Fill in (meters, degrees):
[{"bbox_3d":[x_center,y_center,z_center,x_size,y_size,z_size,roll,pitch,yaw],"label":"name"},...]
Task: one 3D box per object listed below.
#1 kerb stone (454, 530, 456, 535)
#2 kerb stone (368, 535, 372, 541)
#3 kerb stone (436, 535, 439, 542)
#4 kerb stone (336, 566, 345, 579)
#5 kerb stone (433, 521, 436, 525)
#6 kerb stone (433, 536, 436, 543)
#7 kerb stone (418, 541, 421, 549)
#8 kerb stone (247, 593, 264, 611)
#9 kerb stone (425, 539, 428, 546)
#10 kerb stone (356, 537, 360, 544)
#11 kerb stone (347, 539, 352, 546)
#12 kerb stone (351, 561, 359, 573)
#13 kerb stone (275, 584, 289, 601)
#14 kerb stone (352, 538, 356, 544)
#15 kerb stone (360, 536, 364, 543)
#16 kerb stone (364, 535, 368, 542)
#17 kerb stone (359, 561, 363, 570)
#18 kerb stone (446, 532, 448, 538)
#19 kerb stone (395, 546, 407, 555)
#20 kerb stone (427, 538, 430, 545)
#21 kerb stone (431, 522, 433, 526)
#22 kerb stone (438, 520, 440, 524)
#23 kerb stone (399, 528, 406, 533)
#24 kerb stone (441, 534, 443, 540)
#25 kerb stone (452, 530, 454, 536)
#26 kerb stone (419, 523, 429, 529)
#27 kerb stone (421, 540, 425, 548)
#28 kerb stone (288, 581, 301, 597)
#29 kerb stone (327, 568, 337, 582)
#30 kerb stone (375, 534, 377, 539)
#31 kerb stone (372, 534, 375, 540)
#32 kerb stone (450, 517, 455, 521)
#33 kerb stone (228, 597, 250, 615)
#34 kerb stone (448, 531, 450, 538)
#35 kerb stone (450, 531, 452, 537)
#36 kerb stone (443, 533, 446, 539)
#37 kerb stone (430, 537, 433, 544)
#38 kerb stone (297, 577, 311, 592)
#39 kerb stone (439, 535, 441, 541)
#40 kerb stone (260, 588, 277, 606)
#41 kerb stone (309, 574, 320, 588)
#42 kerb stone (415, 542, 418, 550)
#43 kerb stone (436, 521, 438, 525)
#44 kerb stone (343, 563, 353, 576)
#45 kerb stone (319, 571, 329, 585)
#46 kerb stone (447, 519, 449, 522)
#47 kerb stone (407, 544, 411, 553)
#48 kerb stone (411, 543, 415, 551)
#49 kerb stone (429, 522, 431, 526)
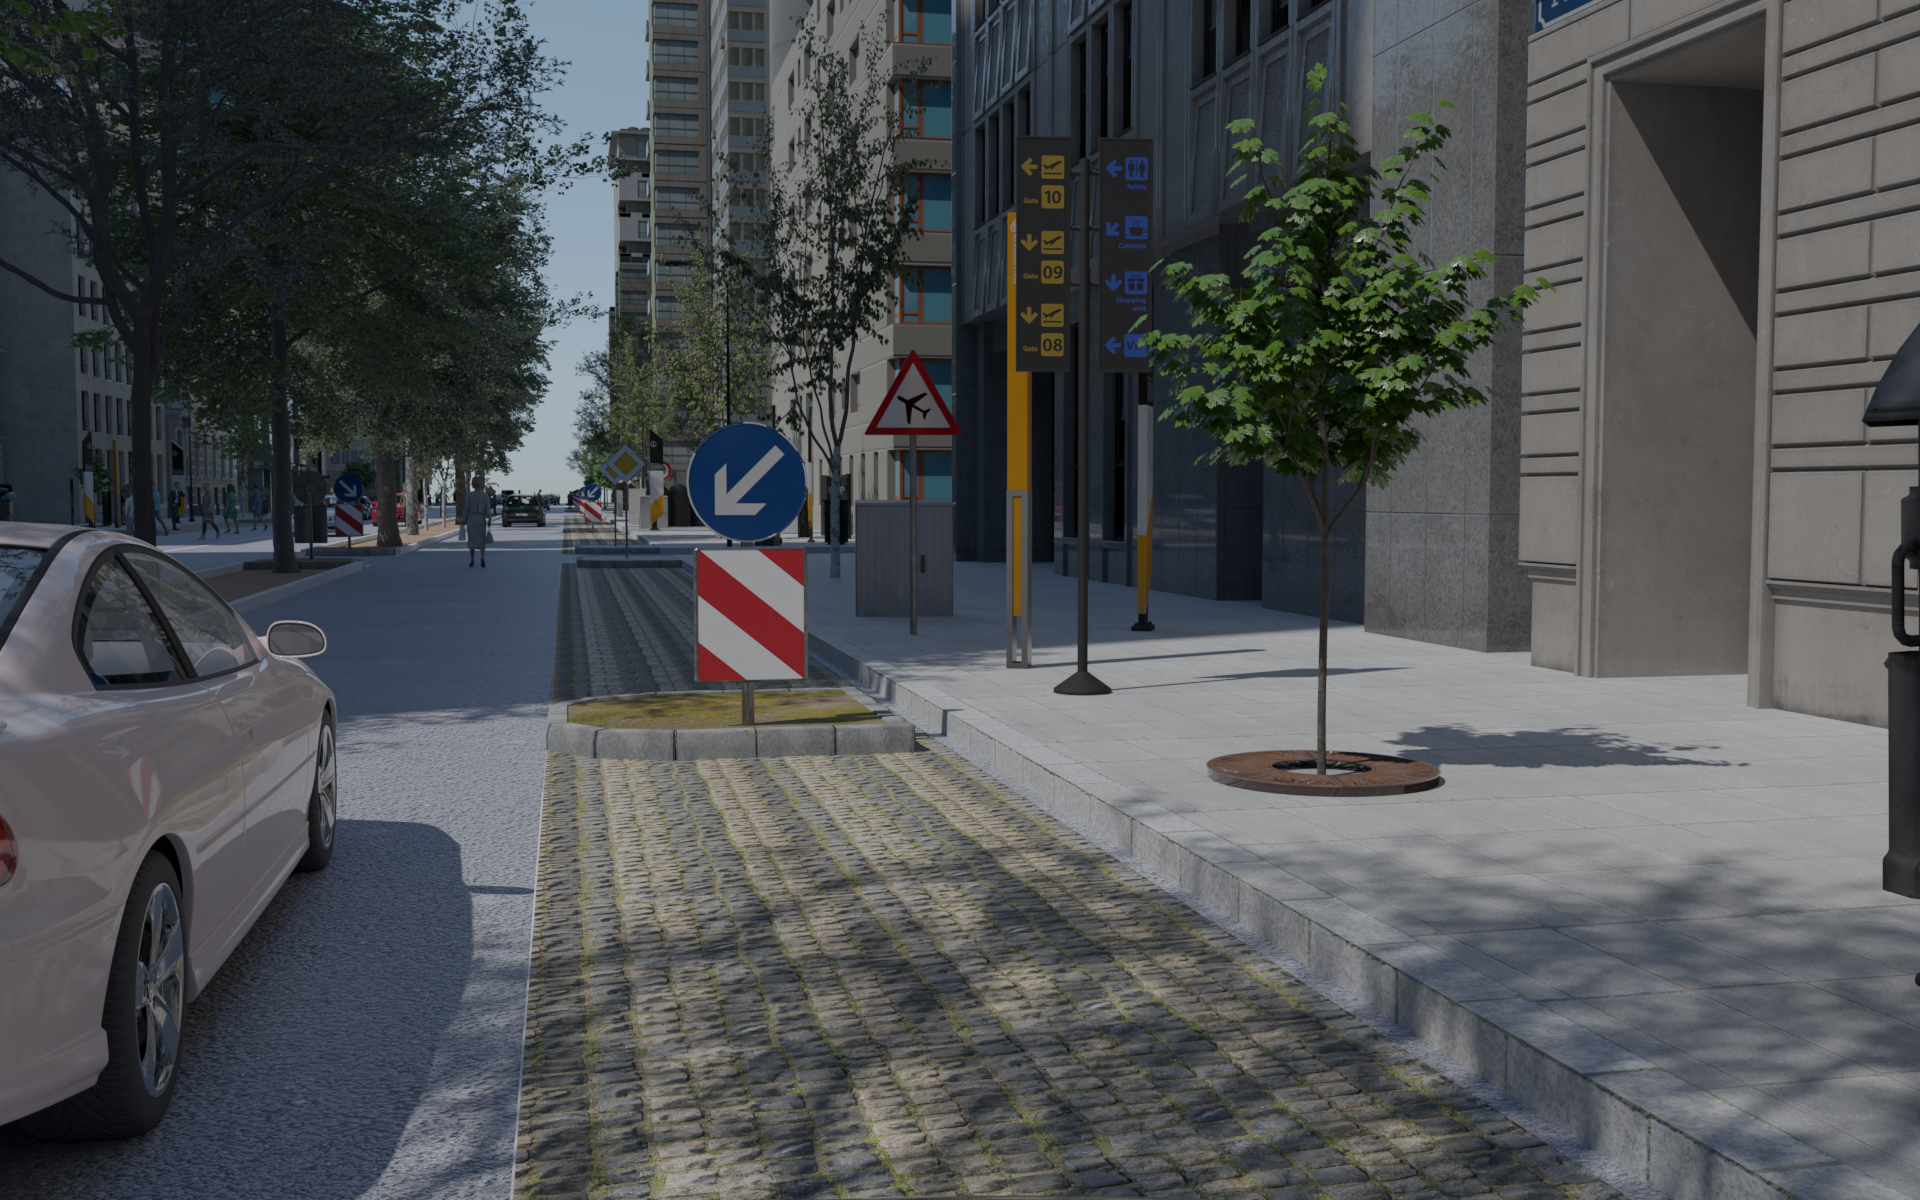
[{"bbox_3d":[-17.367,-2.255,59.066,0.120,0.150,1.000,-1,4,-13],"label":"kerb stone"},{"bbox_3d":[-18.059,-1.860,52.606,0.120,0.150,1.000,-1,4,-13],"label":"kerb stone"},{"bbox_3d":[-15.550,-1.766,51.071,0.120,0.150,1.000,-1,4,-13],"label":"kerb stone"},{"bbox_3d":[-10.645,-0.442,29.490,0.120,0.150,1.000,-1,4,-13],"label":"kerb stone"},{"bbox_3d":[-23.973,-3.449,78.579,0.120,0.150,1.000,-1,4,-13],"label":"kerb stone"},{"bbox_3d":[-15.331,-1.705,50.073,0.120,0.150,1.000,-1,4,-13],"label":"kerb stone"},{"bbox_3d":[-14.188,-1.400,45.081,0.120,0.150,1.000,-1,4,-13],"label":"kerb stone"},{"bbox_3d":[-8.822,0.042,21.501,0.120,0.150,1.000,-1,4,-13],"label":"kerb stone"},{"bbox_3d":[-14.645,-1.522,47.076,0.120,0.150,1.000,-1,4,-13],"label":"kerb stone"},{"bbox_3d":[-17.371,-1.675,49.606,0.120,0.150,1.000,-1,4,-13],"label":"kerb stone"},{"bbox_3d":[-16.911,-1.552,47.600,0.120,0.150,1.000,-1,4,-13],"label":"kerb stone"},{"bbox_3d":[-11.099,-0.569,31.499,0.120,0.150,1.000,-1,4,-13],"label":"kerb stone"},{"bbox_3d":[-9.276,-0.080,23.498,0.120,0.150,1.000,-1,4,-13],"label":"kerb stone"},{"bbox_3d":[-17.155,-1.615,48.602,0.120,0.150,1.000,-1,4,-13],"label":"kerb stone"},{"bbox_3d":[-17.602,-1.736,50.607,0.120,0.150,1.000,-1,4,-13],"label":"kerb stone"},{"bbox_3d":[-17.827,-1.799,51.604,0.120,0.150,1.000,-1,4,-13],"label":"kerb stone"},{"bbox_3d":[-11.329,-0.631,32.506,0.120,0.150,1.000,-1,4,-13],"label":"kerb stone"},{"bbox_3d":[-16.462,-2.003,55.075,0.120,0.150,1.000,-1,4,-13],"label":"kerb stone"},{"bbox_3d":[-13.283,-1.155,41.079,0.120,0.150,1.000,-1,4,-13],"label":"kerb stone"},{"bbox_3d":[-14.874,-1.583,48.081,0.120,0.150,1.000,-1,4,-13],"label":"kerb stone"},{"bbox_3d":[-23.516,-3.327,76.584,0.120,0.150,1.000,-1,4,-13],"label":"kerb stone"},{"bbox_3d":[-24.425,-3.571,80.574,0.120,0.150,1.000,-1,4,-13],"label":"kerb stone"},{"bbox_3d":[-20.787,-2.590,64.594,0.120,0.150,1.000,-1,4,-13],"label":"kerb stone"},{"bbox_3d":[-16.012,-1.882,53.081,0.120,0.150,1.000,-1,4,-13],"label":"kerb stone"},{"bbox_3d":[-17.145,-2.192,58.068,0.120,0.150,1.000,-1,4,-13],"label":"kerb stone"},{"bbox_3d":[-23.067,-3.200,74.585,0.120,0.150,1.000,-1,4,-13],"label":"kerb stone"},{"bbox_3d":[-14.417,-1.461,46.080,0.120,0.150,1.000,-1,4,-13],"label":"kerb stone"},{"bbox_3d":[-9.500,-0.136,24.496,0.120,0.150,1.000,-1,4,-13],"label":"kerb stone"},{"bbox_3d":[-10.412,-0.385,28.488,0.120,0.150,1.000,-1,4,-13],"label":"kerb stone"},{"bbox_3d":[-18.509,-1.982,54.603,0.120,0.150,1.000,-1,4,-13],"label":"kerb stone"},{"bbox_3d":[-18.291,-1.921,53.602,0.120,0.150,1.000,-1,4,-13],"label":"kerb stone"},{"bbox_3d":[-26.923,-4.243,91.567,0.120,0.150,1.000,-1,4,-13],"label":"kerb stone"},{"bbox_3d":[-8.591,0.103,20.505,0.120,0.150,1.000,-1,4,-13],"label":"kerb stone"},{"bbox_3d":[-16.689,-2.068,56.075,0.120,0.150,1.000,-1,4,-13],"label":"kerb stone"},{"bbox_3d":[-16.915,-2.133,57.072,0.120,0.150,1.000,-1,4,-13],"label":"kerb stone"},{"bbox_3d":[-16.238,-1.947,54.077,0.120,0.150,1.000,-1,4,-13],"label":"kerb stone"},{"bbox_3d":[-15.097,-1.643,49.078,0.120,0.150,1.000,-1,4,-13],"label":"kerb stone"},{"bbox_3d":[-9.730,-0.202,25.492,0.120,0.150,1.000,-1,4,-13],"label":"kerb stone"},{"bbox_3d":[-15.786,-1.828,52.084,0.120,0.150,1.000,-1,4,-13],"label":"kerb stone"},{"bbox_3d":[-9.049,-0.019,22.500,0.120,0.150,1.000,-1,4,-13],"label":"kerb stone"},{"bbox_3d":[-9.955,-0.263,26.489,0.120,0.150,1.000,-1,4,-13],"label":"kerb stone"},{"bbox_3d":[-13.960,-1.336,44.082,0.120,0.150,1.000,-1,4,-13],"label":"kerb stone"},{"bbox_3d":[-24.189,-3.505,79.579,0.120,0.150,1.000,-1,4,-13],"label":"kerb stone"},{"bbox_3d":[-10.866,-0.508,30.497,0.120,0.150,1.000,-1,4,-13],"label":"kerb stone"},{"bbox_3d":[-10.185,-0.322,27.488,0.120,0.150,1.000,-1,4,-13],"label":"kerb stone"},{"bbox_3d":[-25.791,-3.935,86.575,0.120,0.150,1.000,-1,4,-13],"label":"kerb stone"},{"bbox_3d":[-13.505,-1.216,42.082,0.120,0.150,1.000,-1,4,-13],"label":"kerb stone"},{"bbox_3d":[-13.726,-1.270,43.088,0.120,0.150,1.000,-1,4,-13],"label":"kerb stone"},{"bbox_3d":[-23.284,-3.262,75.584,0.120,0.150,1.000,-1,4,-13],"label":"kerb stone"}]
